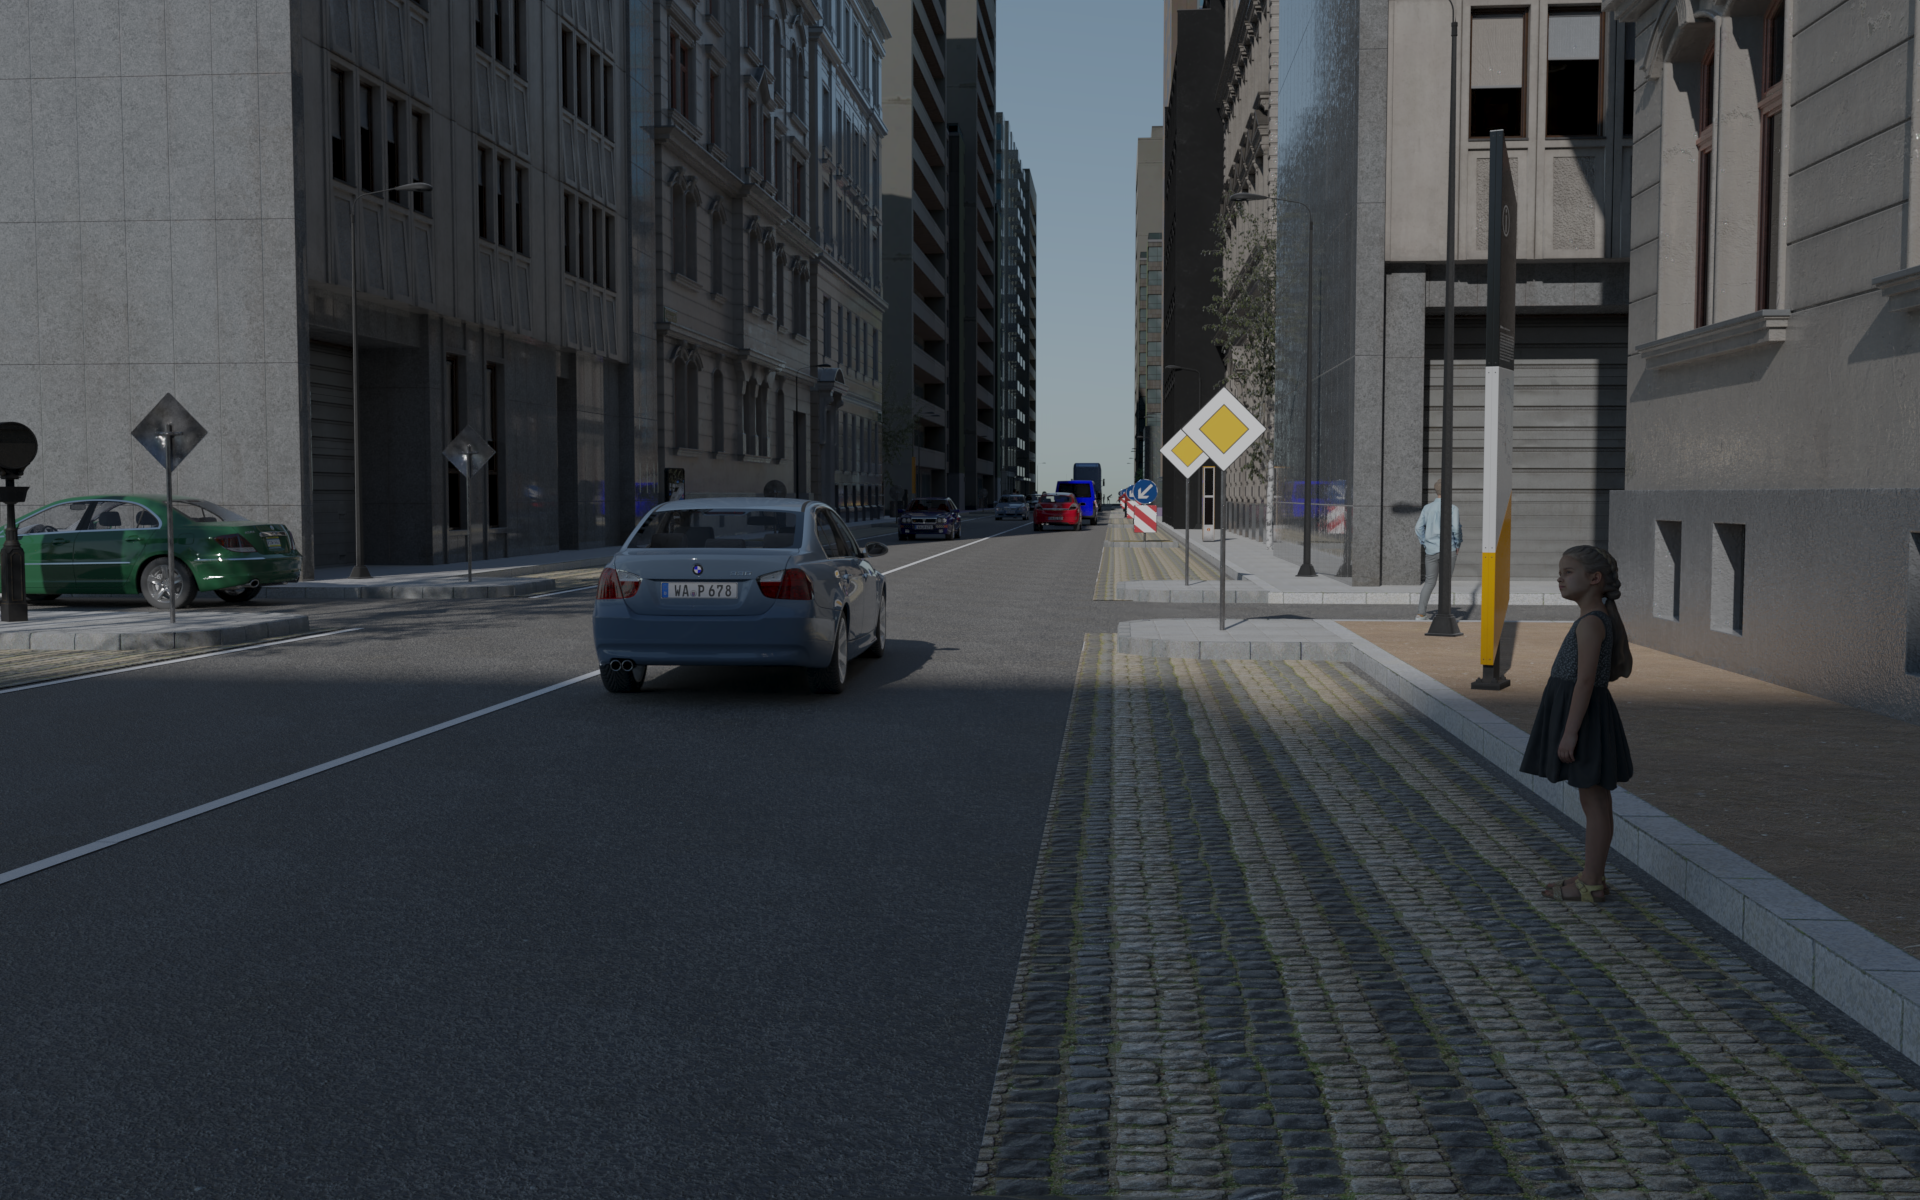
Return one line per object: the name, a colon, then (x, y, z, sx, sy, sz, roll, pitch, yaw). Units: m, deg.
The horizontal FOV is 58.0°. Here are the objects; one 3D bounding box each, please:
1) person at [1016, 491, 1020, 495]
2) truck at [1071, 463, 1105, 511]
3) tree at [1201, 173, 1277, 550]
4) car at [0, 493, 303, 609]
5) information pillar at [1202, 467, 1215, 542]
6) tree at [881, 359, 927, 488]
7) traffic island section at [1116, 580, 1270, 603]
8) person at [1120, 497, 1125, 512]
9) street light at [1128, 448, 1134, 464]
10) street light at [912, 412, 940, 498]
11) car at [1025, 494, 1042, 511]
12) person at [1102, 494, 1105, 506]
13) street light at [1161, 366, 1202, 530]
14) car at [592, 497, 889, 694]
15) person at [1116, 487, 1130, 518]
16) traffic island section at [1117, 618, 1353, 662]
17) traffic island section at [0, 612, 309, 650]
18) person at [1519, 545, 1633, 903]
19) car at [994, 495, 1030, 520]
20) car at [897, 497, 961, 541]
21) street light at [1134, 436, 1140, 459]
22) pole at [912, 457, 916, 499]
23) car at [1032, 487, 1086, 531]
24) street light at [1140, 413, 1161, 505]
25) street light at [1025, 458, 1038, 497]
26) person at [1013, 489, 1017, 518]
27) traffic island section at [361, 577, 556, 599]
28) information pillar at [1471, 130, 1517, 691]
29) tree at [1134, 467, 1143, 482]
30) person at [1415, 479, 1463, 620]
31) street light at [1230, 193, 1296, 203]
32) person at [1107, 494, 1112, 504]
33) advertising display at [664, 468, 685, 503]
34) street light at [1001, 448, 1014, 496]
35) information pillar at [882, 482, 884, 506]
person: (5.195, -8.861, 154.063, 1.217, 1.739, 0.721, -2, 4, -29)
truck: (10.319, -9.374, 143.027, 2.967, 4.110, 18.799, 0, 4, 6)
tree: (7.303, -5.459, 39.610, 4.360, 8.622, 3.978, 0, 3, 0)
car: (-11.121, -0.657, 22.542, 4.920, 1.459, 2.131, 0, 4, 7)
information pillar: (6.636, -2.556, 46.279, 0.304, 2.012, 0.304, 0, 4, 3)
tree: (-4.108, -8.714, 92.842, 4.360, 8.622, 3.978, 0, 3, 0)
traffic island section: (3.200, -0.122, 24.277, 2.009, 0.180, 2.903, 0, 4, 5)
person: (12.524, -7.579, 132.373, 0.705, 1.831, 1.348, 0, 4, -8)
street light: (18.999, -13.036, 185.683, 1.470, 5.913, 1.316, 0, 4, 5)
street light: (-1.863, -7.878, 101.348, 1.470, 5.913, 1.316, 0, 4, 5)
car: (5.734, -7.525, 132.815, 2.009, 1.686, 4.222, 0, 4, 4)
person: (17.933, -12.536, 216.681, 0.599, 1.433, 0.991, -1, 4, -18)
street light: (8.117, -5.512, 62.666, 1.470, 5.913, 1.316, 0, 4, 5)
car: (-1.620, -0.106, 13.737, 2.014, 1.417, 4.499, 0, 4, 3)
person: (10.046, -5.841, 103.936, 1.348, 1.831, 0.705, 0, 4, -4)
traffic island section: (2.490, 0.364, 16.324, 2.009, 0.180, 2.903, 0, 4, 5)
traffic island section: (-7.860, 0.308, 17.248, 2.009, 0.180, 2.903, 0, 4, 5)
person: (2.171, 0.433, 6.090, 0.373, 1.253, 0.362, 2, 4, 25)
car: (2.891, -5.106, 95.481, 2.014, 1.417, 4.499, 0, 4, 5)
car: (-0.943, -2.568, 54.570, 1.945, 1.354, 3.894, 0, 4, 5)
street light: (14.907, -10.177, 138.939, 1.470, 5.913, 1.316, 0, 4, 5)
pole: (-2.533, -6.198, 95.186, 0.158, 3.312, 0.155, 0, 3, 0)
car: (3.857, -3.609, 68.053, 2.155, 1.783, 4.494, 0, 4, 6)
street light: (11.651, -7.985, 103.103, 1.470, 5.913, 1.316, 0, 4, 5)
street light: (8.862, -15.146, 220.170, 1.470, 5.913, 1.316, 0, 4, 5)
person: (3.301, -5.658, 101.716, 0.721, 1.736, 1.217, 0, 4, 1)
traffic island section: (-7.150, -0.179, 25.202, 2.009, 0.180, 2.903, 0, 4, 5)
information pillar: (3.559, -1.228, 11.440, 0.183, 3.616, 0.504, 2, 4, 29)
tree: (19.874, -12.116, 181.811, 4.285, 4.588, 4.351, 0, 3, 0)
person: (5.270, -0.530, 18.972, 0.330, 1.601, 0.589, -2, 4, -34)
street light: (4.859, -3.320, 26.830, 1.470, 5.913, 1.316, 0, 4, 5)
person: (21.850, -14.742, 252.720, 0.799, 1.438, 0.628, -1, 4, -11)
advertising display: (-7.019, -2.289, 42.640, 0.123, 1.923, 0.974, 1, 4, 15)
street light: (4.683, -12.333, 174.188, 1.470, 5.913, 1.316, 0, 4, 5)
information pillar: (-4.368, -5.609, 96.200, 0.304, 2.012, 0.304, -1, 4, -12)
